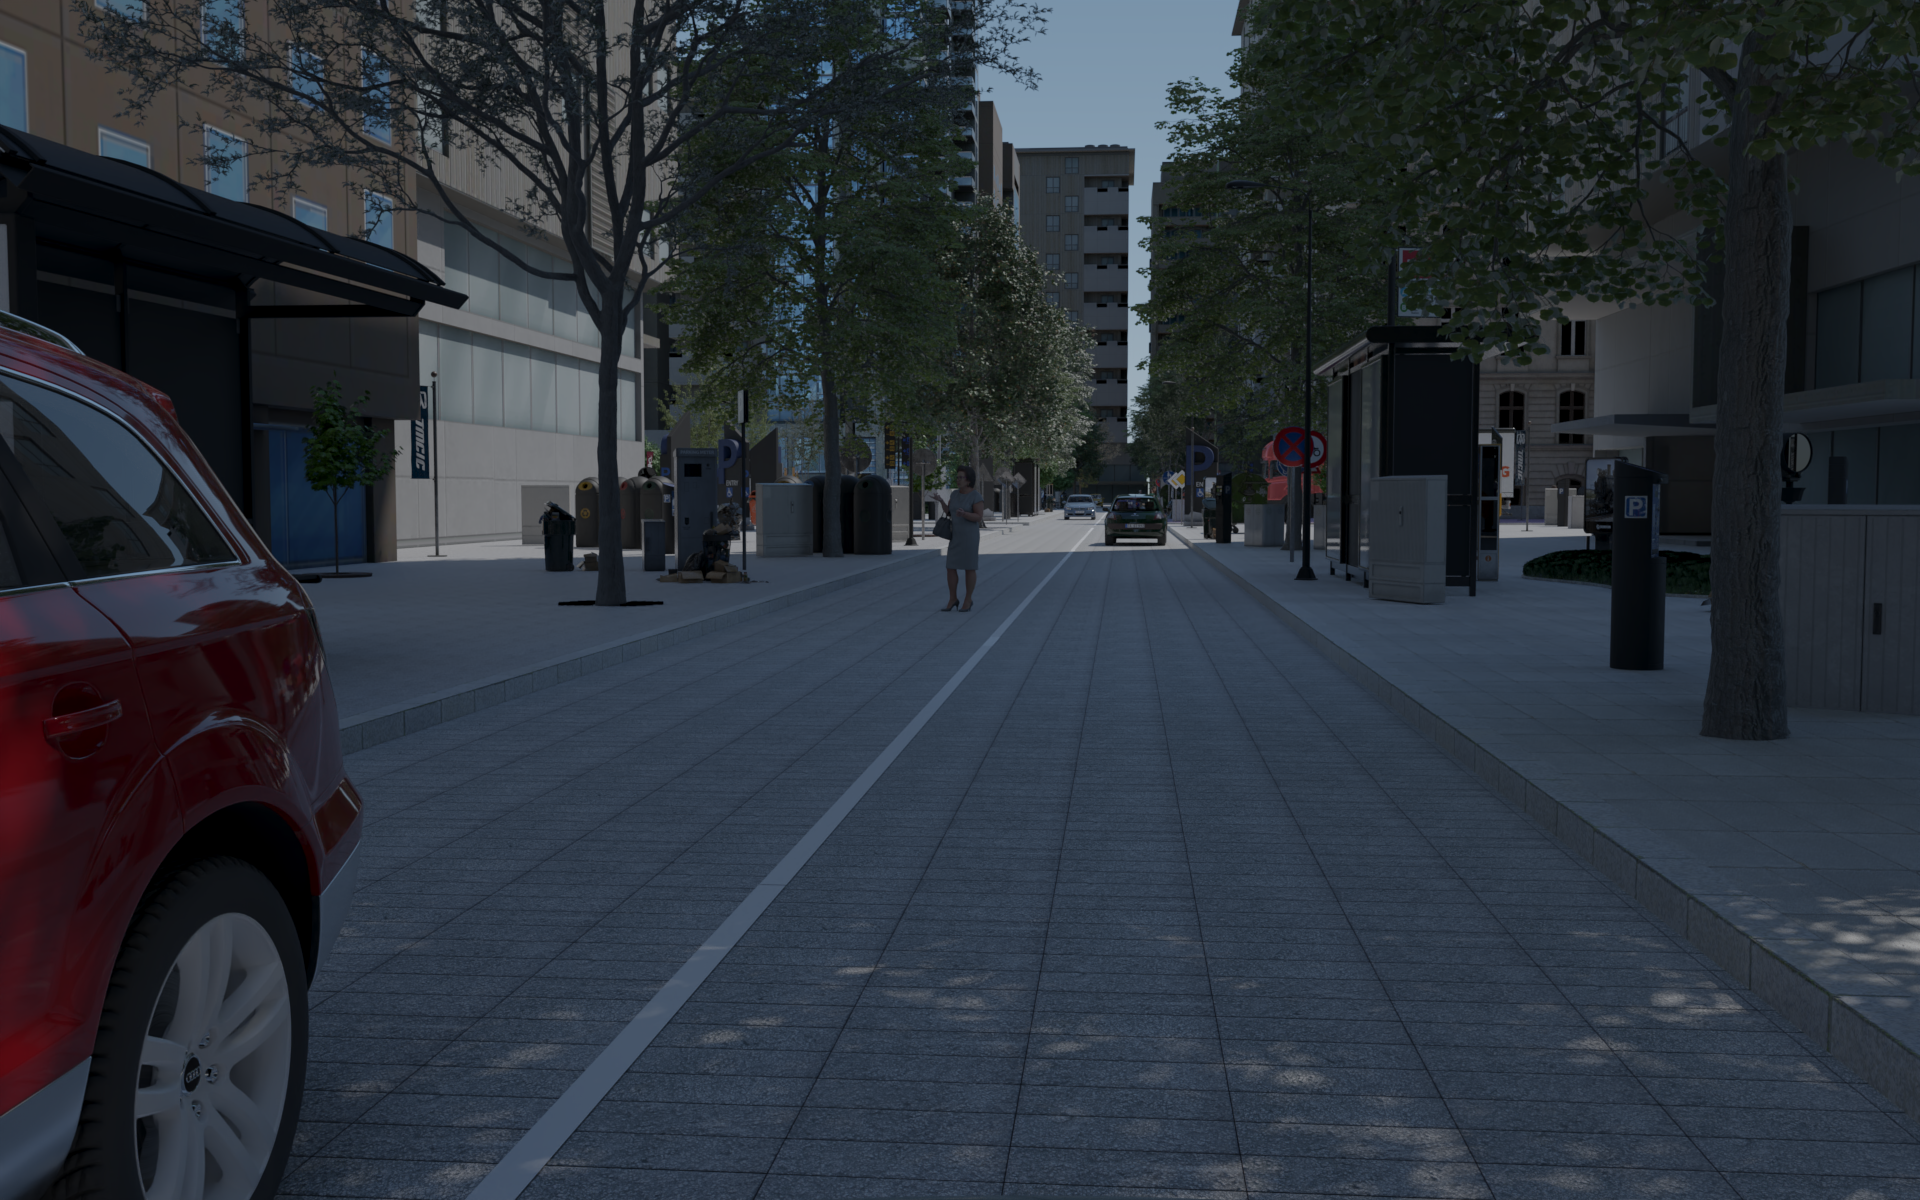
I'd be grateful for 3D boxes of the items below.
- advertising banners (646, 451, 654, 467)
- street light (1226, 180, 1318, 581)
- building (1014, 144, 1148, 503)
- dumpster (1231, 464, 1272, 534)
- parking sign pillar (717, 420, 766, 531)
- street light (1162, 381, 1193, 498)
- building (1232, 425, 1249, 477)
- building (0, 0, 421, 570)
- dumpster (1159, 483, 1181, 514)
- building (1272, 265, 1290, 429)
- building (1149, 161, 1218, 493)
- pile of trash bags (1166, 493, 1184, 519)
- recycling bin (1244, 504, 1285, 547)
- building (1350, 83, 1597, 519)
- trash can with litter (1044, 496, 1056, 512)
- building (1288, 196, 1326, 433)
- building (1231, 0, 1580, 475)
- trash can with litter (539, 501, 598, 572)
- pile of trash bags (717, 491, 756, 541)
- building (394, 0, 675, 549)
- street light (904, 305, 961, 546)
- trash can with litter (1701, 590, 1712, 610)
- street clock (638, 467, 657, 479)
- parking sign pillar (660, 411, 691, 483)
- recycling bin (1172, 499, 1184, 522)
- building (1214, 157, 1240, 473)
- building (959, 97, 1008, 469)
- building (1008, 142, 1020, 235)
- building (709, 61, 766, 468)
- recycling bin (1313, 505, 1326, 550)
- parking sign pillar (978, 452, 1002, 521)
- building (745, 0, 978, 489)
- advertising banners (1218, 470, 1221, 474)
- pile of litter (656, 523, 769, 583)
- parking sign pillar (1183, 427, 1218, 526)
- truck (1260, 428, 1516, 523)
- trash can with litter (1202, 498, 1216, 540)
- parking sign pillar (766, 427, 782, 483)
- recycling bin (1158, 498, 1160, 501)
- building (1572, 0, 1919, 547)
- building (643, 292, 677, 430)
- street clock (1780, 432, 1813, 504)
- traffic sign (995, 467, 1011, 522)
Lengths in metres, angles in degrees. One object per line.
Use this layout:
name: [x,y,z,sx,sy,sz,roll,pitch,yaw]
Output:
advertising banners: [-12.924,-4.513,69.982,0.090,3.025,2.074,1,4,23]
street light: [4.630,-3.255,25.756,1.470,5.913,1.316,0,4,5]
building: [14.475,-41.047,260.360,27.495,52.752,28.713,0,4,5]
dumpster: [9.421,-3.324,56.844,1.502,2.255,1.985,0,4,6]
parking sign pillar: [-7.969,-4.439,61.052,1.447,3.967,1.447,-3,5,-44]
street light: [9.023,-6.047,71.407,1.470,5.913,1.316,0,4,5]
building: [40.243,-46.203,193.668,20.563,71.187,20.611,0,4,5]
building: [-17.928,-22.975,25.746,14.600,45.320,14.200,0,4,5]
dumpster: [13.646,-6.696,111.973,1.502,2.255,1.985,0,4,5]
building: [31.742,-19.335,135.214,14.460,24.649,34.723,0,4,5]
building: [38.523,-38.553,254.046,21.600,48.544,21.300,0,4,5]
pile of trash bags: [11.628,-4.892,89.743,1.912,1.369,3.447,0,4,3]
recycling bin: [7.469,-1.832,42.509,0.722,1.027,0.722,-2,4,-33]
building: [37.192,-16.666,91.573,34.723,24.649,14.460,0,4,5]
trash can with litter: [6.283,-6.736,121.525,0.624,1.170,1.055,1,4,20]
building: [26.253,-15.890,108.951,9.793,20.994,18.267,0,4,5]
building: [41.711,-35.500,169.656,28.713,52.752,27.495,0,4,5]
trash can with litter: [-6.456,-1.070,28.888,1.055,1.170,0.624,-1,4,-23]
pile of trash bags: [-6.539,-2.305,47.441,3.447,1.369,1.912,2,4,35]
building: [-24.399,-28.181,50.004,27.495,52.752,28.713,0,4,5]
street light: [-0.675,-4.298,42.815,1.470,5.913,1.316,0,4,5]
trash can with litter: [8.496,-0.436,18.516,1.055,1.170,0.624,3,5,43]
street clock: [-8.328,-2.546,46.205,0.471,2.002,0.358,-2,4,-29]
parking sign pillar: [-9.081,-4.086,55.271,1.447,3.967,1.447,1,4,19]
recycling bin: [10.383,-4.194,81.128,0.722,1.027,0.722,1,4,21]
building: [38.266,-32.328,212.160,14.154,41.232,14.086,0,4,5]
building: [-2.647,-33.282,194.276,14.600,45.320,14.200,0,4,5]
building: [-0.070,-34.662,216.840,14.200,45.320,14.600,0,4,5]
building: [-21.533,-38.031,211.051,27.495,52.752,28.713,0,4,5]
recycling bin: [8.668,-1.680,40.025,0.722,1.027,0.722,-2,4,-31]
parking sign pillar: [1.009,-5.744,82.382,1.447,3.967,1.447,3,5,40]
building: [-8.348,-52.491,170.896,22.319,86.520,31.000,0,4,5]
advertising banners: [18.795,-8.004,127.058,0.090,3.025,2.074,0,4,-8]
pile of litter: [-3.629,-0.689,25.229,1.719,0.858,1.176,3,4,37]
parking sign pillar: [9.661,-4.944,69.302,1.447,3.967,1.447,1,4,16]
truck: [18.100,-5.286,75.344,11.283,4.237,2.839,0,4,6]
trash can with litter: [7.275,-2.311,49.175,0.624,1.170,1.055,-1,4,-14]
parking sign pillar: [-7.883,-5.015,70.470,1.447,3.967,1.447,2,4,29]
recycling bin: [14.459,-6.927,125.814,0.722,1.027,0.722,1,4,21]
building: [29.371,-27.488,38.665,28.713,52.752,27.495,0,4,5]
building: [-47.041,-36.265,216.628,21.600,48.544,21.300,0,4,5]
street clock: [9.808,-0.974,20.499,0.471,2.002,0.358,-1,4,-22]
traffic sign: [1.999,-4.930,80.716,0.768,2.556,0.104,1,4,12]
